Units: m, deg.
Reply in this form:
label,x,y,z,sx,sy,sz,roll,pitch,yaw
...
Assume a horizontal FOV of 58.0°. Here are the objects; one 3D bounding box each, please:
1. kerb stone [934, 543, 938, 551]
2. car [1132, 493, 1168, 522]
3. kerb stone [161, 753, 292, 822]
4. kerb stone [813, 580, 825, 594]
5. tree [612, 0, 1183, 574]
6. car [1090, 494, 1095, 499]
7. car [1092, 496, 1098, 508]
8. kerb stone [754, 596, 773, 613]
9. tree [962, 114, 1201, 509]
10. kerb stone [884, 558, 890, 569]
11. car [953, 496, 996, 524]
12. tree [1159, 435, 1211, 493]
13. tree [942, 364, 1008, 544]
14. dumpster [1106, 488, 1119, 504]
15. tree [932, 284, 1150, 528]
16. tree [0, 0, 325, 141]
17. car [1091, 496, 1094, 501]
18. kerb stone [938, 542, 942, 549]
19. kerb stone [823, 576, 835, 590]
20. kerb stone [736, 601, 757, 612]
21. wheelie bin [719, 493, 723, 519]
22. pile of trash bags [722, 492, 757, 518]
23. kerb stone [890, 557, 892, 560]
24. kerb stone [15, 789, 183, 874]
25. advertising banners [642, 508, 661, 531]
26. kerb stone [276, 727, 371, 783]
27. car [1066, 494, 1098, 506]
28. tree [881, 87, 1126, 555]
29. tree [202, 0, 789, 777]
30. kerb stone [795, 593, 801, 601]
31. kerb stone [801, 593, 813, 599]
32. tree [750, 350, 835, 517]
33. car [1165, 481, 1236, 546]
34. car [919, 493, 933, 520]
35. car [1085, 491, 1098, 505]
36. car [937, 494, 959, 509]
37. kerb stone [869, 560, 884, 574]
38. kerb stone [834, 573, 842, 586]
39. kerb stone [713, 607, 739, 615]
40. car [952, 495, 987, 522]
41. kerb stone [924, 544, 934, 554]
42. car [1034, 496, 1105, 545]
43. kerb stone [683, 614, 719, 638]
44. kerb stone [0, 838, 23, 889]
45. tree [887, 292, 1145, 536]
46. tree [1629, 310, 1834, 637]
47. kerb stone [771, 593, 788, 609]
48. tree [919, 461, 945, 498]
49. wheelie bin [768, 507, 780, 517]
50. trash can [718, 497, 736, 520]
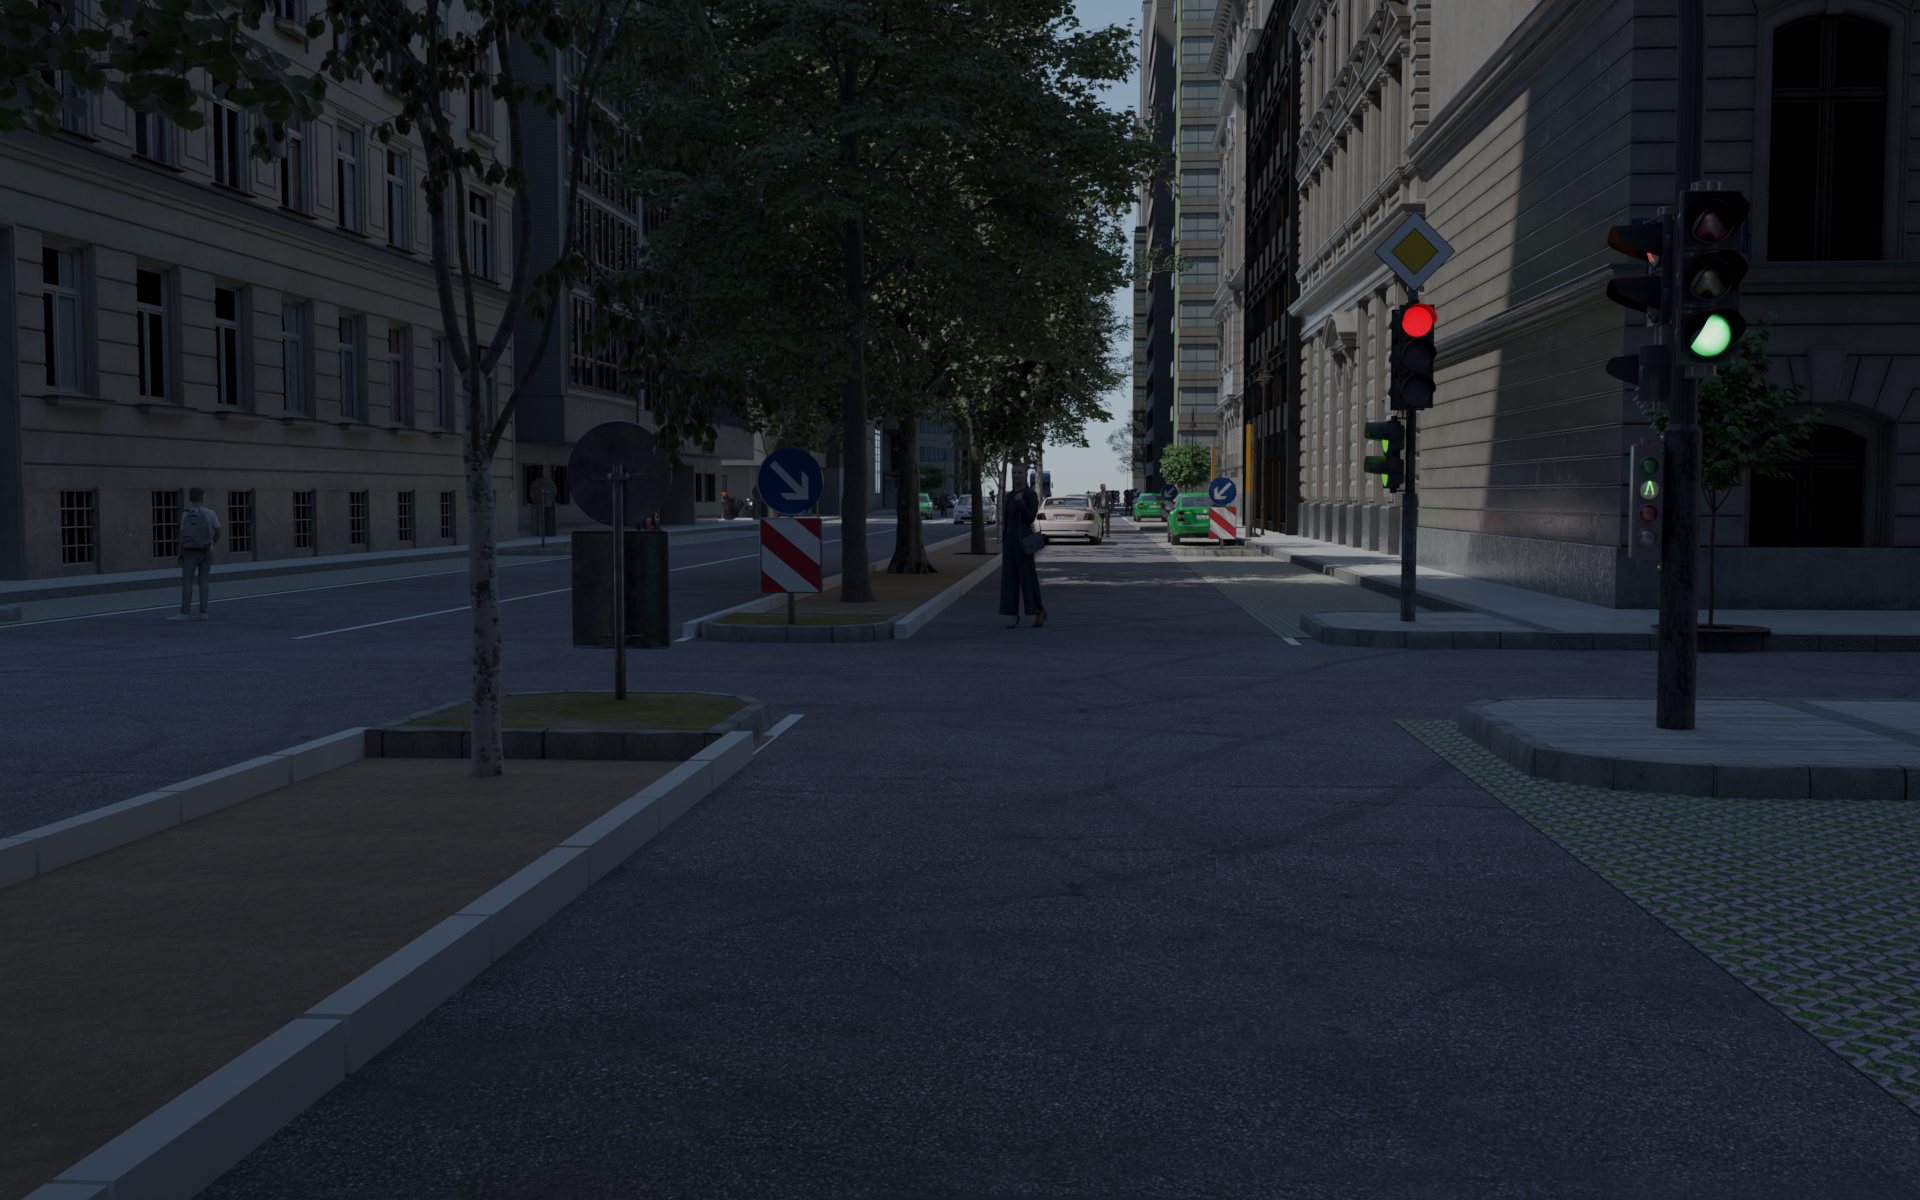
label,x,y,z,sx,sy,sz,roll,pitch,yaw
kerb stone,-0.715,-1.290,43.288,0.120,0.150,1.000,0,4,4
car,9.849,-4.893,88.788,1.959,1.807,4.718,0,4,3
kerb stone,-3.388,0.868,7.996,0.120,0.150,1.000,0,4,4
kerb stone,-2.112,-0.158,24.863,0.120,0.150,1.000,0,4,4
tree,-0.913,-6.806,30.745,9.611,12.733,9.660,0,3,0
car,15.646,-12.340,211.982,2.015,1.641,3.980,0,4,5
car,7.758,-5.870,108.550,1.945,1.354,3.894,0,4,6
kerb stone,-2.425,0.087,20.768,0.120,0.150,1.000,0,4,4
tree,5.139,-13.908,85.745,12.611,20.169,13.585,0,3,0
kerb stone,-1.502,-0.661,33.048,0.120,0.150,1.000,0,4,4
car,0.740,-4.348,83.448,2.083,1.381,4.827,0,4,5
tree,12.726,-6.933,97.070,4.285,4.588,4.351,0,3,0
tree,1.097,-5.899,49.262,4.737,8.622,4.395,0,3,0
dumpster,21.867,-14.881,248.252,1.985,2.255,1.502,0,4,5
tree,2.741,-9.783,72.772,12.009,13.543,11.850,0,3,0
tree,-2.686,-4.990,2.165,7.486,12.596,7.792,0,3,0
car,7.138,-5.522,102.280,2.014,1.417,4.499,0,4,6
kerb stone,-0.640,-1.353,44.314,0.120,0.150,1.000,0,4,4
kerb stone,-2.032,-0.226,25.888,0.120,0.150,1.000,0,4,4
kerb stone,-2.500,0.150,19.749,0.120,0.150,1.000,0,4,4
wheelie bin,-12.594,-4.970,89.175,0.980,1.594,0.693,1,4,10
pile of trash bags,-11.908,-5.074,92.704,1.912,1.369,3.447,1,4,22
kerb stone,-1.417,-0.720,34.073,0.120,0.150,1.000,0,4,4
kerb stone,-3.462,0.933,6.976,0.120,0.150,1.000,0,4,4
advertising banners,-10.232,-3.706,56.776,0.090,3.025,2.074,1,4,12
kerb stone,-3.303,0.806,9.028,0.120,0.150,1.000,0,4,4
car,5.995,-4.635,87.579,2.131,1.459,4.920,0,4,5
tree,0.332,-6.872,40.563,9.928,11.665,9.643,0,3,0
tree,-2.401,-3.393,8.292,4.360,8.622,3.978,0,3,0
kerb stone,-2.271,-0.036,22.815,0.120,0.150,1.000,0,4,4
kerb stone,-2.196,-0.100,23.834,0.120,0.150,1.000,0,4,4
tree,-9.718,-9.404,88.174,8.767,10.594,7.601,-3,5,-43
car,6.851,-2.481,49.366,1.959,1.807,4.718,0,4,4
car,-2.471,-5.394,96.980,1.959,1.807,4.718,0,4,2
car,17.677,-13.754,233.548,2.281,1.827,5.304,0,4,4
car,-1.056,-8.939,155.940,2.009,1.686,4.222,0,4,4
kerb stone,-1.573,-0.601,32.023,0.120,0.150,1.000,0,4,4
kerb stone,-1.958,-0.287,26.908,0.120,0.150,1.000,0,4,4
kerb stone,-2.581,0.212,18.726,0.120,0.150,1.000,0,4,4
car,0.626,-4.811,90.656,2.014,1.417,4.499,0,4,2
kerb stone,-0.791,-1.224,42.269,0.120,0.150,1.000,0,4,4
car,3.153,-2.314,50.193,2.083,1.381,4.827,0,4,6
kerb stone,-2.657,0.277,17.702,0.120,0.150,1.000,0,4,4
kerb stone,-3.540,0.993,5.957,0.120,0.150,1.000,0,4,4
tree,1.291,-7.253,55.463,8.767,10.594,7.601,0,4,4
tree,7.076,-1.302,15.896,1.663,3.219,1.824,0,3,0
kerb stone,-2.342,0.024,21.795,0.120,0.150,1.000,0,4,4
tree,-3.031,-11.386,169.869,4.285,4.588,4.351,0,3,0
wheelie bin,-9.967,-5.102,91.324,0.693,1.594,0.980,2,4,34
trash can,-11.412,-4.525,85.631,0.748,1.137,0.748,0,3,0
